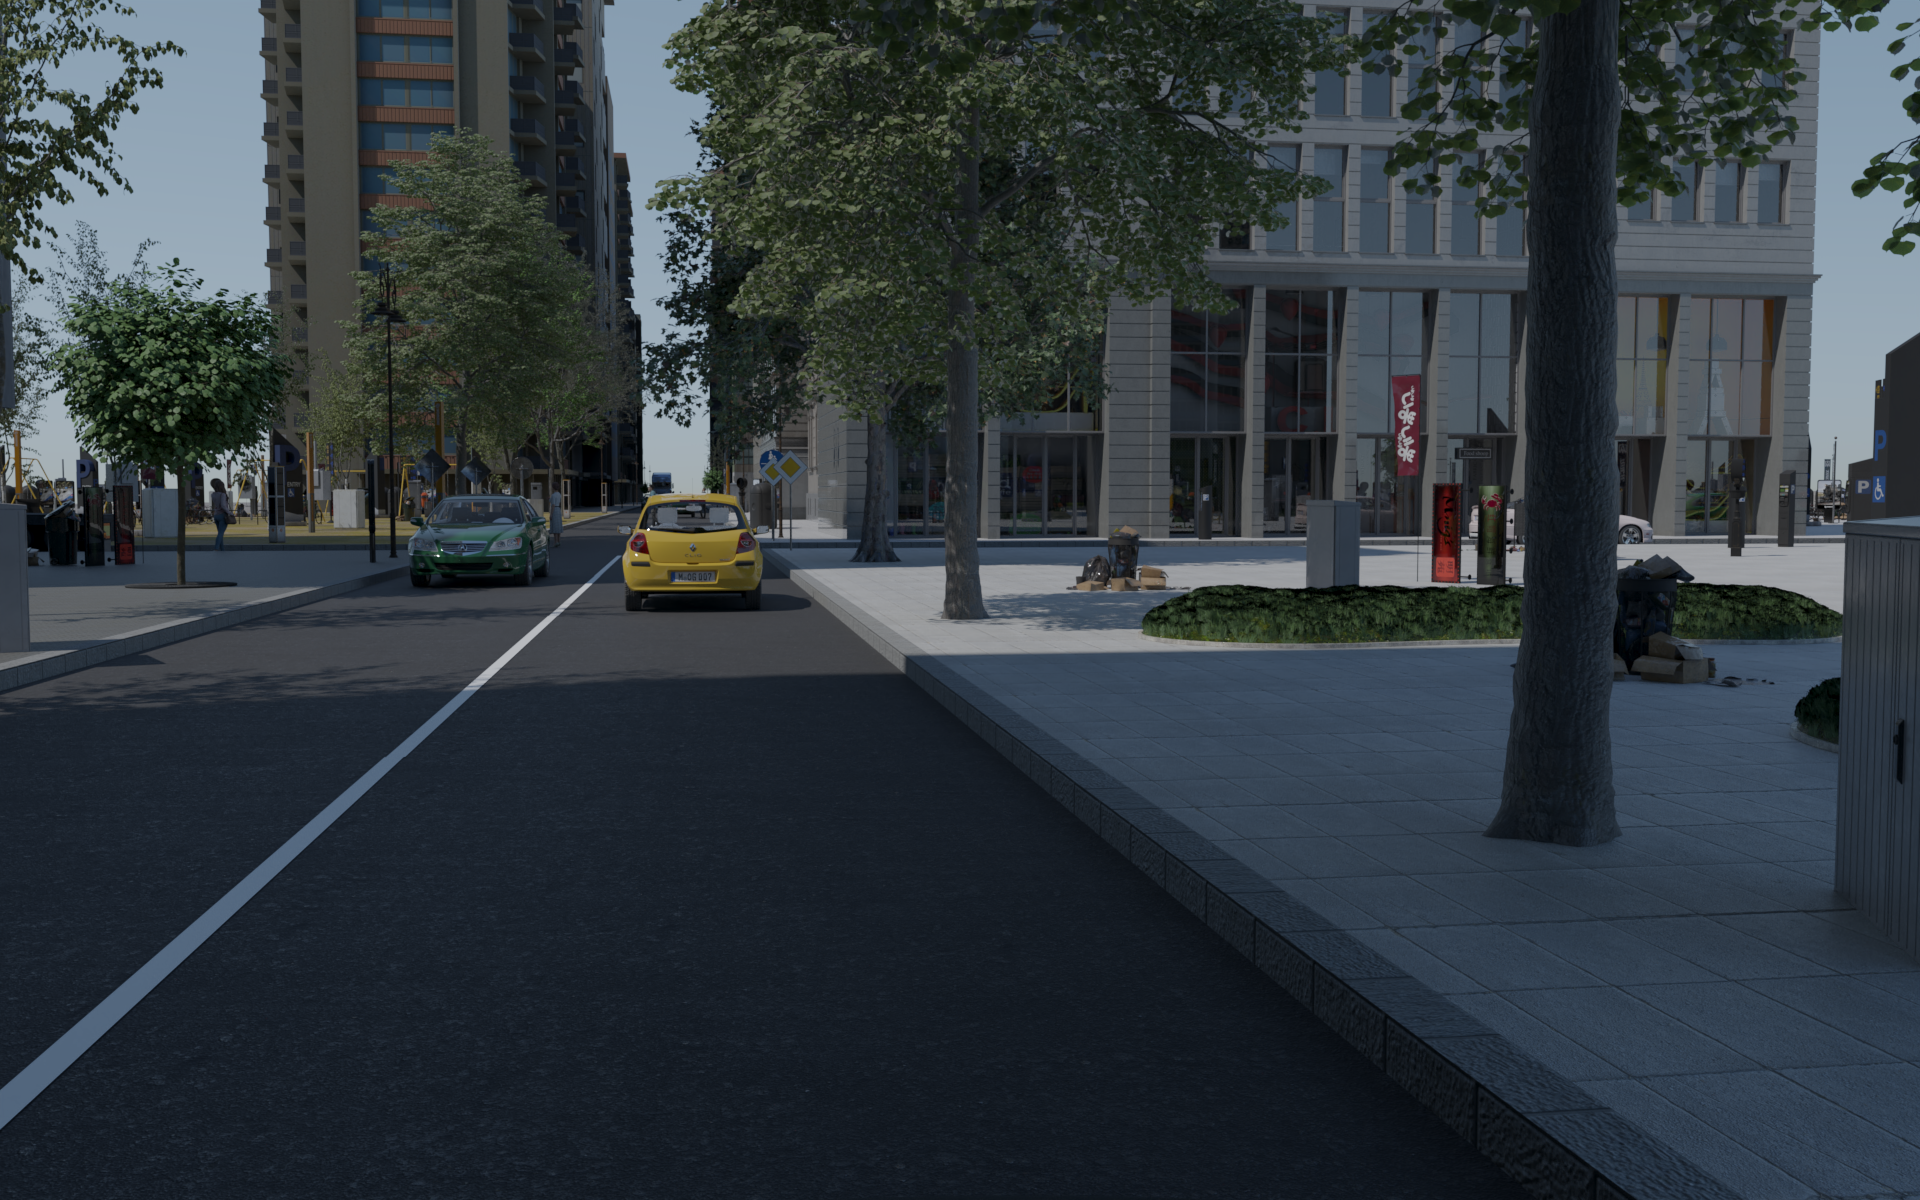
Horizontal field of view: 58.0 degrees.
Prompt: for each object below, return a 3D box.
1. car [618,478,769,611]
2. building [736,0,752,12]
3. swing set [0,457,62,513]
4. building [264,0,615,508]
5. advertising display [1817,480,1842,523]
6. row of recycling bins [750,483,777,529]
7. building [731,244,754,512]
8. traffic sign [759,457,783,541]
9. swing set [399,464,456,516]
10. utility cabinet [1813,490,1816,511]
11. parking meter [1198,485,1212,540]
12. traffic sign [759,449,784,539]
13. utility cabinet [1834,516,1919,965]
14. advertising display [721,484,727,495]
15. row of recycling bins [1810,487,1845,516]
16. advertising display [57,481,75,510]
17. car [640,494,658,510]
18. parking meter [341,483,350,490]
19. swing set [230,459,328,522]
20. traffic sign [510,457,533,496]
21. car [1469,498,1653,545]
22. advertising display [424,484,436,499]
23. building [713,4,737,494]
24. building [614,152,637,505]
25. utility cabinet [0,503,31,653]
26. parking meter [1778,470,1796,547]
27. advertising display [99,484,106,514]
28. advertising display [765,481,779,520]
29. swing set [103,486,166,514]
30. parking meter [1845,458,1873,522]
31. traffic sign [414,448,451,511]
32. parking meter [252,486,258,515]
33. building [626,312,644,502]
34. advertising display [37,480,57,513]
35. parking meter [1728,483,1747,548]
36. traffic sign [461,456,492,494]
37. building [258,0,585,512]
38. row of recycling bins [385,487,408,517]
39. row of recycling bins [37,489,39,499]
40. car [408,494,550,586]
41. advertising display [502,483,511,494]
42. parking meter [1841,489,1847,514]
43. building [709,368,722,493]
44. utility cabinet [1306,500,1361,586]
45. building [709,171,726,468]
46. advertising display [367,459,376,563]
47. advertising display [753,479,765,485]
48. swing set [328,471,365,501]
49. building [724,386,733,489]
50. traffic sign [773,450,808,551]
[{"bbox_3d":[-3.496,-0.766,22.749,2.015,1.641,3.980,-1,4,-8],"label":"car"},{"bbox_3d":[-8.962,-30.565,154.366,22.147,44.769,28.867,-1,4,-9],"label":"building"},{"bbox_3d":[-40.367,-4.712,74.668,2.862,2.851,3.119,-1,4,-10],"label":"swing set"},{"bbox_3d":[-46.660,-34.886,159.629,28.713,52.752,27.495,-1,4,-9],"label":"building"},{"bbox_3d":[38.821,-4.414,77.376,0.974,1.923,0.123,2,4,34],"label":"advertising display"},{"bbox_3d":[-7.342,-3.523,64.714,1.069,1.692,3.534,0,4,-5],"label":"row of recycling bins"},{"bbox_3d":[-10.459,-22.063,132.425,14.160,30.474,14.107,-1,4,-9],"label":"building"},{"bbox_3d":[-5.082,-2.663,47.184,0.795,2.450,0.064,-1,4,-9],"label":"traffic sign"},{"bbox_3d":[-27.704,-5.687,90.606,3.119,2.851,2.862,0,4,-4],"label":"swing set"},{"bbox_3d":[52.516,-5.910,105.305,0.318,1.500,1.173,-3,5,-39],"label":"utility cabinet"},{"bbox_3d":[6.885,-2.459,48.609,0.372,1.533,0.369,0,3,0],"label":"parking meter"},{"bbox_3d":[-5.354,-3.025,49.557,0.768,2.556,0.104,0,4,-1],"label":"traffic sign"},{"bbox_3d":[2.843,0.373,5.065,0.306,1.237,1.020,1,4,14],"label":"utility cabinet"},{"bbox_3d":[-16.160,-6.995,119.585,0.123,1.923,0.974,-1,4,-21],"label":"advertising display"},{"bbox_3d":[50.594,-5.715,100.553,3.534,1.692,1.069,1,4,16],"label":"row of recycling bins"},{"bbox_3d":[-42.940,-4.767,83.147,0.974,1.923,0.123,1,4,13],"label":"advertising display"},{"bbox_3d":[-28.667,-9.117,160.852,2.131,1.459,4.920,-1,4,-9],"label":"car"},{"bbox_3d":[-31.052,-5.002,87.487,0.255,1.863,0.399,3,5,44],"label":"parking meter"},{"bbox_3d":[-31.084,-4.957,78.666,3.119,2.851,2.862,1,4,20],"label":"swing set"},{"bbox_3d":[-15.051,-3.635,59.534,0.768,2.556,0.104,0,4,-8],"label":"traffic sign"},{"bbox_3d":[15.952,-2.054,45.939,4.827,1.381,2.083,-1,4,-9],"label":"car"},{"bbox_3d":[-35.393,-6.747,115.533,0.974,1.923,0.123,0,4,1],"label":"advertising display"},{"bbox_3d":[-26.300,-49.932,254.631,20.563,71.187,20.611,-1,4,-9],"label":"building"},{"bbox_3d":[-52.117,-34.303,215.480,22.147,44.769,28.867,-1,4,-9],"label":"building"},{"bbox_3d":[-7.954,-0.198,14.406,0.306,1.237,1.020,-2,4,-34],"label":"utility cabinet"},{"bbox_3d":[19.998,-2.213,41.896,0.399,1.863,0.255,-3,5,-41],"label":"parking meter"},{"bbox_3d":[-55.722,-6.553,112.352,0.123,1.923,0.974,1,4,9],"label":"advertising display"},{"bbox_3d":[-9.279,-4.896,85.267,0.974,1.923,0.123,-3,4,-37],"label":"advertising display"},{"bbox_3d":[-48.824,-6.431,102.770,2.862,2.851,3.119,1,4,22],"label":"swing set"},{"bbox_3d":[14.432,-1.350,27.792,0.399,1.863,0.255,1,4,15],"label":"parking meter"},{"bbox_3d":[-11.597,-2.108,38.104,0.795,2.450,0.064,-1,4,-9],"label":"traffic sign"},{"bbox_3d":[-43.205,-6.136,106.034,0.399,1.863,0.255,0,4,3],"label":"parking meter"},{"bbox_3d":[-56.149,-30.264,266.515,14.160,30.474,14.107,-1,4,-9],"label":"building"},{"bbox_3d":[-42.700,-4.627,80.866,0.123,1.923,0.974,1,4,9],"label":"advertising display"},{"bbox_3d":[18.466,-2.003,41.162,0.372,1.533,0.369,0,3,0],"label":"parking meter"},{"bbox_3d":[-12.835,-2.590,45.993,0.795,2.450,0.064,-1,4,-9],"label":"traffic sign"},{"bbox_3d":[-40.159,-29.198,132.013,22.147,44.769,28.867,-1,4,-9],"label":"building"},{"bbox_3d":[-32.462,-5.601,98.682,3.534,1.692,1.069,1,4,17],"label":"row of recycling bins"},{"bbox_3d":[-53.524,-5.586,98.442,1.069,1.692,3.534,0,4,0],"label":"row of recycling bins"},{"bbox_3d":[-7.844,-1.024,28.538,2.131,1.459,4.920,0,4,-8],"label":"car"},{"bbox_3d":[-27.249,-6.074,104.528,0.974,1.923,0.123,2,4,30],"label":"advertising display"},{"bbox_3d":[47.250,-5.140,92.442,0.372,1.533,0.369,0,3,0],"label":"parking meter"},{"bbox_3d":[-32.350,-30.628,272.467,14.160,30.474,14.107,-1,4,-9],"label":"building"},{"bbox_3d":[3.970,-0.445,18.438,0.306,1.237,1.020,0,4,-5],"label":"utility cabinet"},{"bbox_3d":[-22.071,-35.259,231.105,22.147,44.769,28.867,-1,4,-9],"label":"building"},{"bbox_3d":[-11.087,-1.678,32.648,0.123,1.923,0.974,-1,4,-19],"label":"advertising display"},{"bbox_3d":[-8.433,-4.093,72.129,0.123,1.923,0.974,-1,4,-23],"label":"advertising display"},{"bbox_3d":[-40.488,-7.254,116.226,3.119,2.851,2.862,0,4,7],"label":"swing set"},{"bbox_3d":[-10.836,-20.729,183.963,27.650,21.520,28.899,-1,4,-9],"label":"building"},{"bbox_3d":[-3.844,-2.181,39.295,0.795,2.450,0.064,-1,4,-9],"label":"traffic sign"}]
